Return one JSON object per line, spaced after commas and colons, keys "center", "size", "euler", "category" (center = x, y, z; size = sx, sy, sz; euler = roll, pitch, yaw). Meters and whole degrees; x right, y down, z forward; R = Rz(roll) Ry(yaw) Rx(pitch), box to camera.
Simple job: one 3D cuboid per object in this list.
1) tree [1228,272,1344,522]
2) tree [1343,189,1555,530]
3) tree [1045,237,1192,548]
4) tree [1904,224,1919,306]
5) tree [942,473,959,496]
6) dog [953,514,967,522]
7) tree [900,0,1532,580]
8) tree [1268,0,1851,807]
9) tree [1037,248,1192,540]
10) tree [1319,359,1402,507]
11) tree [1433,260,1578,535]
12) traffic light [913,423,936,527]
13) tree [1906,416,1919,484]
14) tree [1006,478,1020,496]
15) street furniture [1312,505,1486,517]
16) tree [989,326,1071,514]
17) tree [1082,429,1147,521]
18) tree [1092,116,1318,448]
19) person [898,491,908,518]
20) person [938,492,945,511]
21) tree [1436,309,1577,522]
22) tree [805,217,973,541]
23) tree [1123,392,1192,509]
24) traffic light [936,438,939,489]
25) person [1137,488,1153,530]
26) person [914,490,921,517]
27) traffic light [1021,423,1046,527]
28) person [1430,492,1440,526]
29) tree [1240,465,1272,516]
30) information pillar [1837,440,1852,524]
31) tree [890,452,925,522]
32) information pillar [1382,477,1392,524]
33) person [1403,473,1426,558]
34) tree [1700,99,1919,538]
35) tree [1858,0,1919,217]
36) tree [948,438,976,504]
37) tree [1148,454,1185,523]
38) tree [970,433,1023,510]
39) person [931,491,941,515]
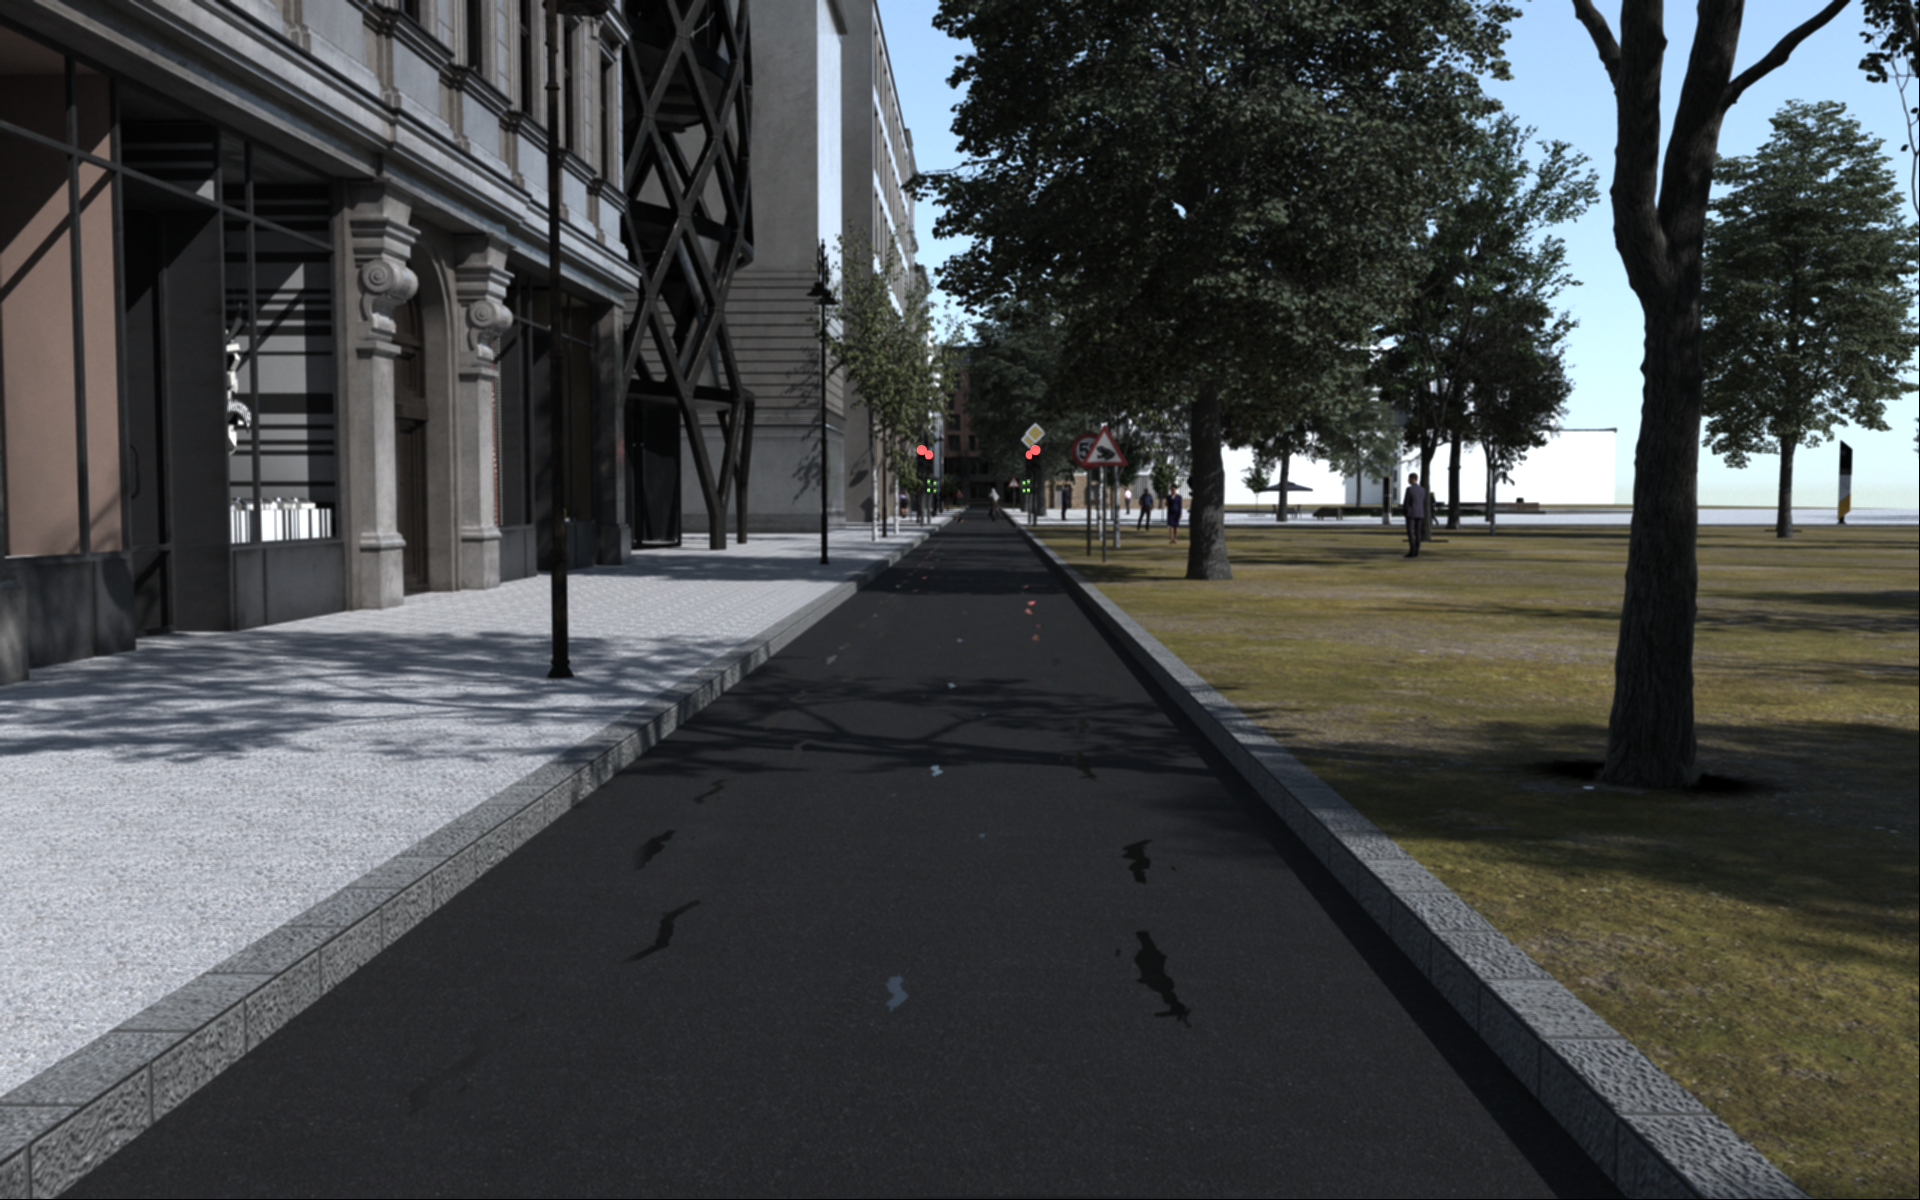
{"center": [15.050, -9.660, 79.994], "size": [6.751, 12.117, 7.091], "euler": [0, 3, 0], "category": "tree"}
{"center": [17.831, -8.568, 62.148], "size": [6.751, 12.117, 7.091], "euler": [0, 3, 0], "category": "tree"}
{"center": [3.893, -5.540, 40.943], "size": [4.737, 8.622, 4.395], "euler": [0, 3, 0], "category": "tree"}
{"center": [23.623, -5.438, 39.266], "size": [4.737, 8.622, 4.395], "euler": [0, 3, 0], "category": "tree"}
{"center": [-1.131, -9.168, 144.503], "size": [1.663, 3.219, 1.824], "euler": [0, 3, 0], "category": "tree"}
{"center": [-0.006, -4.196, 88.799], "size": [0.550, 0.427, 0.748], "euler": [-2, 4, -34], "category": "dog"}
{"center": [3.719, -7.273, 25.567], "size": [9.857, 13.997, 8.962], "euler": [0, 3, 0], "category": "tree"}
{"center": [3.052, -4.981, 7.198], "size": [9.928, 11.665, 9.643], "euler": [0, 3, 0], "category": "tree"}
{"center": [4.010, -5.995, 48.381], "size": [4.360, 8.622, 3.978], "euler": [0, 3, 0], "category": "tree"}
{"center": [32.968, -13.845, 144.493], "size": [7.486, 12.596, 7.792], "euler": [0, 3, 0], "category": "tree"}
{"center": [17.070, -6.366, 54.439], "size": [4.360, 8.622, 3.978], "euler": [0, 3, 0], "category": "tree"}
{"center": [-1.458, -4.780, 67.392], "size": [0.839, 4.213, 0.868], "euler": [0, 4, 1], "category": "traffic light"}
{"center": [56.071, -7.882, 91.781], "size": [11.467, 7.101, 20.602], "euler": [1, 4, 19], "category": "tree"}
{"center": [5.054, -10.718, 169.845], "size": [1.663, 3.219, 1.824], "euler": [0, 3, 0], "category": "tree"}
{"center": [24.622, -5.052, 98.222], "size": [10.072, 0.657, 5.734], "euler": [0, 4, -5], "category": "street furniture"}
{"center": [4.868, -11.535, 110.659], "size": [6.751, 12.117, 7.091], "euler": [0, 3, 0], "category": "tree"}
{"center": [7.425, -6.115, 83.686], "size": [4.285, 4.588, 4.351], "euler": [0, 3, 0], "category": "tree"}
{"center": [7.678, -9.068, 55.689], "size": [7.806, 13.903, 7.818], "euler": [0, 3, 0], "category": "tree"}
{"center": [-3.075, -5.099, 92.649], "size": [0.421, 1.427, 0.697], "euler": [-3, 5, -42], "category": "person"}
{"center": [-1.381, -7.533, 130.035], "size": [0.431, 1.722, 0.655], "euler": [1, 4, 22], "category": "person"}
{"center": [24.847, -8.930, 80.415], "size": [7.601, 10.594, 8.767], "euler": [-3, 4, -39], "category": "tree"}
{"center": [-2.090, -5.897, 46.782], "size": [4.737, 8.622, 4.395], "euler": [0, 3, 0], "category": "tree"}
{"center": [16.927, -12.861, 144.686], "size": [8.767, 10.594, 7.601], "euler": [-2, 4, -31], "category": "tree"}
{"center": [-1.337, -5.268, 75.376], "size": [0.839, 4.213, 0.868], "euler": [0, 4, 1], "category": "traffic light"}
{"center": [6.512, -3.209, 61.204], "size": [0.574, 1.496, 0.600], "euler": [1, 4, 18], "category": "person"}
{"center": [-2.320, -5.533, 97.192], "size": [0.565, 1.739, 0.600], "euler": [3, 5, 41], "category": "person"}
{"center": [2.903, -4.777, 67.342], "size": [0.839, 4.213, 0.868], "euler": [0, 4, 1], "category": "traffic light"}
{"center": [19.543, -3.702, 71.571], "size": [0.613, 1.512, 0.480], "euler": [-2, 4, -35], "category": "person"}
{"center": [17.481, -6.523, 101.244], "size": [1.663, 3.219, 1.824], "euler": [0, 3, 0], "category": "tree"}
{"center": [38.016, -5.080, 74.408], "size": [0.504, 3.616, 0.183], "euler": [3, 5, 41], "category": "information pillar"}
{"center": [-2.133, -5.182, 79.326], "size": [1.663, 3.219, 1.824], "euler": [0, 3, 0], "category": "tree"}
{"center": [18.308, -4.266, 74.242], "size": [0.304, 2.012, 0.304], "euler": [2, 4, 31], "category": "information pillar"}
{"center": [9.210, -1.722, 35.118], "size": [0.541, 1.710, 0.530], "euler": [-1, 4, -15], "category": "person"}
{"center": [24.286, -8.063, 49.953], "size": [7.486, 12.596, 7.792], "euler": [0, 3, 0], "category": "tree"}
{"center": [18.132, -10.552, 28.408], "size": [12.611, 20.169, 13.585], "euler": [0, 3, 0], "category": "tree"}
{"center": [0.371, -16.980, 227.985], "size": [4.360, 8.622, 3.978], "euler": [0, 3, 0], "category": "tree"}
{"center": [8.904, -4.990, 76.185], "size": [1.663, 3.219, 1.824], "euler": [0, 3, 0], "category": "tree"}
{"center": [5.000, -12.518, 139.078], "size": [8.767, 10.594, 7.601], "euler": [0, 4, -8], "category": "tree"}
{"center": [-1.409, -5.822, 103.928], "size": [0.600, 1.496, 0.574], "euler": [2, 4, 24], "category": "person"}
